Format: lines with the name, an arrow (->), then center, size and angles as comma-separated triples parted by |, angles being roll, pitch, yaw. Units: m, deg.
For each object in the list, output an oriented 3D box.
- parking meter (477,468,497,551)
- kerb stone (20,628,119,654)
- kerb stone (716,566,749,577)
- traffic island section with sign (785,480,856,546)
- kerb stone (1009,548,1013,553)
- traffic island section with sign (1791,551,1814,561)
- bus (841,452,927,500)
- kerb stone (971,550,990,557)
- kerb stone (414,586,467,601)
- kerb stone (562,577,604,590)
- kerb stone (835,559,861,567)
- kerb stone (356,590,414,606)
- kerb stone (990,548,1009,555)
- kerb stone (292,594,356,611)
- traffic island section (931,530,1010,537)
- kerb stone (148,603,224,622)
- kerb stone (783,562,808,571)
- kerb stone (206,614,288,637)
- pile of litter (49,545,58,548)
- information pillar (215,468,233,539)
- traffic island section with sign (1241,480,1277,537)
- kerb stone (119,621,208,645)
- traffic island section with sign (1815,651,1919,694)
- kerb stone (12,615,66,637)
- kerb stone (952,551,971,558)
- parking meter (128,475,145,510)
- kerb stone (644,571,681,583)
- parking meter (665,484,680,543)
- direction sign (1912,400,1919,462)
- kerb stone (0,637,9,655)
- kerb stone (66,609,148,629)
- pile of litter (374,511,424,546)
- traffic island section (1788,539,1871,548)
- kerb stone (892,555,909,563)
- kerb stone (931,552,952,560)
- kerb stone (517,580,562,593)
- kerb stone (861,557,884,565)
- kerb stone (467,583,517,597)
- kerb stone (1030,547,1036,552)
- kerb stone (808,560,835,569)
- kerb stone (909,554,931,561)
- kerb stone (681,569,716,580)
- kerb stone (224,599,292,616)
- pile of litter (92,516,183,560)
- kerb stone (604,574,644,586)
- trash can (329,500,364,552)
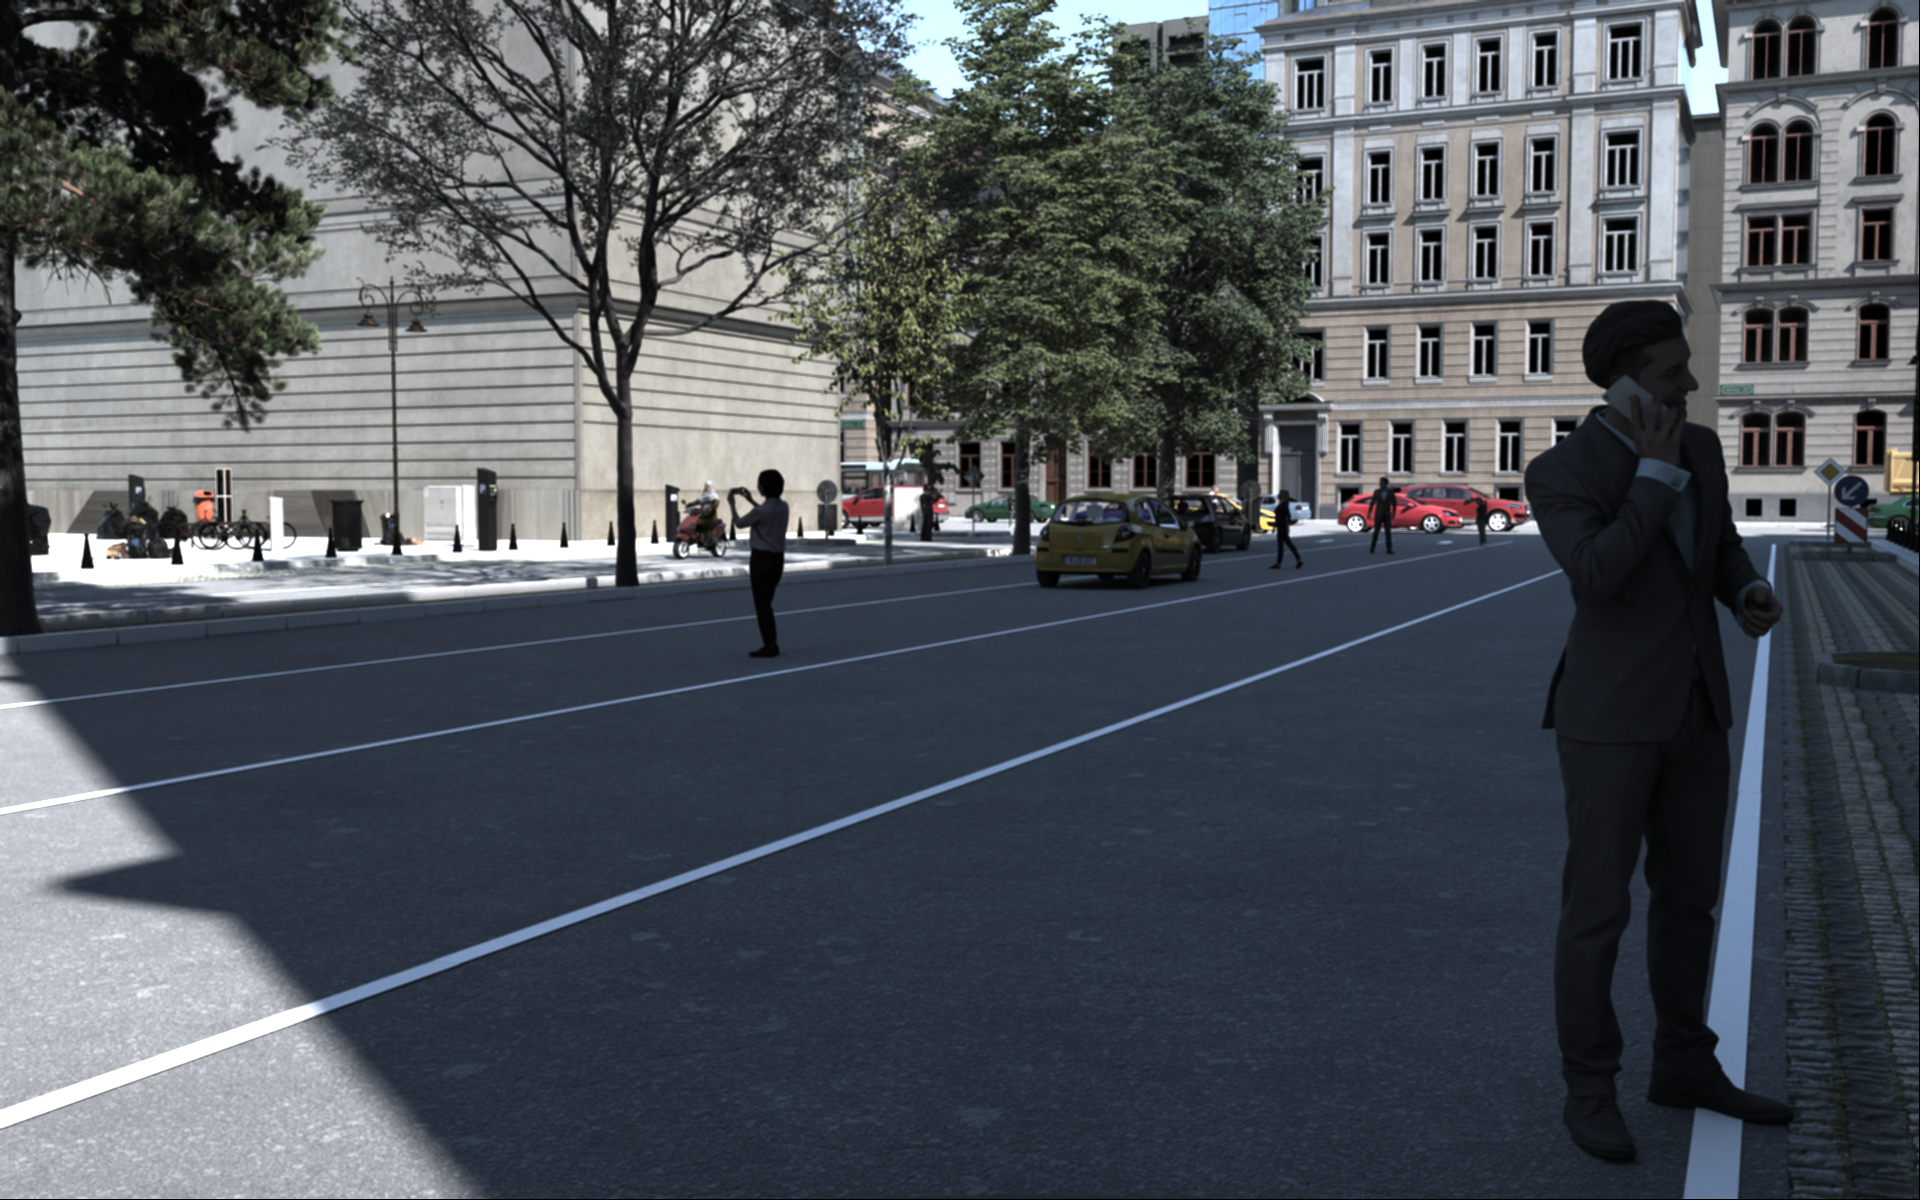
parking meter -> -10.636, -2.035, 38.991 | 0.399, 1.863, 0.255 | 2, 4, 30
kerb stone -> -8.277, 0.378, 16.021 | 0.120, 0.150, 1.000 | 2, 4, 25
kerb stone -> -4.011, -0.473, 29.936 | 0.120, 0.150, 1.000 | 2, 4, 25
traffic island section with sign -> -4.017, -2.450, 48.686 | 1.989, 1.847, 2.006 | 2, 4, 25
kerb stone -> 1.255, -1.156, 41.094 | 0.120, 0.150, 1.000 | 2, 4, 25
traffic island section with sign -> 19.079, -1.759, 37.383 | 1.989, 1.847, 2.006 | 2, 4, 25
bus -> -7.264, -5.614, 86.643 | 13.247, 3.499, 2.948 | 2, 4, 26
kerb stone -> 0.365, -1.042, 39.234 | 0.120, 0.150, 1.000 | 2, 4, 25
kerb stone -> -7.095, -0.075, 23.424 | 0.120, 0.150, 1.000 | 2, 4, 25
kerb stone -> -5.777, -0.246, 26.217 | 0.120, 0.150, 1.000 | 2, 4, 25
kerb stone -> -2.259, -0.701, 33.653 | 0.120, 0.150, 1.000 | 2, 4, 25
kerb stone -> -7.534, -0.018, 22.496 | 0.120, 0.150, 1.000 | 2, 4, 25
kerb stone -> 0.813, -1.098, 40.167 | 0.120, 0.150, 1.000 | 2, 4, 25
kerb stone -> -7.972, 0.042, 21.561 | 0.120, 0.150, 1.000 | 2, 4, 25
traffic island section -> 0.437, -2.240, 58.912 | 2.009, 0.180, 2.903 | 2, 4, 25
kerb stone -> -8.859, 0.154, 19.707 | 0.120, 0.150, 1.000 | 2, 4, 25
kerb stone -> -3.140, -0.587, 31.796 | 0.120, 0.150, 1.000 | 2, 4, 25
kerb stone -> -7.398, 0.265, 17.878 | 0.120, 0.150, 1.000 | 2, 4, 25
pile of litter -> -22.441, -1.677, 41.381 | 1.719, 0.858, 1.176 | 2, 4, 28
information pillar -> -21.142, -2.769, 49.764 | 0.304, 2.012, 0.304 | 1, 4, 14
traffic island section with sign -> 9.075, -2.873, 55.107 | 2.006, 1.907, 1.989 | 2, 4, 25
kerb stone -> -7.833, 0.321, 16.947 | 0.120, 0.150, 1.000 | 2, 4, 25
traffic island section with sign -> 7.559, -0.268, 13.003 | 1.989, 1.847, 2.006 | 2, 4, 25
kerb stone -> -9.735, 0.266, 17.851 | 0.120, 0.150, 1.000 | 2, 4, 25
kerb stone -> -0.067, -0.983, 38.303 | 0.120, 0.150, 1.000 | 2, 4, 25
parking meter -> -24.746, -2.837, 52.099 | 0.255, 1.863, 0.399 | 3, 4, 38
kerb stone -> -4.901, -0.360, 28.079 | 0.120, 0.150, 1.000 | 2, 4, 25
parking meter -> -7.616, -2.295, 45.930 | 0.372, 1.533, 0.369 | 0, 3, 0
direction sign -> 23.262, -3.025, 41.457 | 0.379, 3.537, 0.876 | -3, 5, -45
kerb stone -> -8.715, 0.434, 15.093 | 0.120, 0.150, 1.000 | 2, 4, 25
kerb stone -> -9.300, 0.209, 18.780 | 0.120, 0.150, 1.000 | 2, 4, 25
pile of litter -> -14.146, -1.817, 43.667 | 1.176, 0.858, 1.719 | -2, 4, -26
traffic island section -> 23.985, -1.562, 47.814 | 2.009, 0.180, 2.903 | 2, 4, 25
kerb stone -> -1.380, -0.814, 35.508 | 0.120, 0.150, 1.000 | 2, 4, 25
kerb stone -> -0.501, -0.928, 37.372 | 0.120, 0.150, 1.000 | 2, 4, 25
kerb stone -> -6.213, -0.189, 25.287 | 0.120, 0.150, 1.000 | 2, 4, 25
kerb stone -> -1.822, -0.757, 34.582 | 0.120, 0.150, 1.000 | 2, 4, 25
kerb stone -> -6.649, -0.132, 24.353 | 0.120, 0.150, 1.000 | 2, 4, 25
kerb stone -> 1.708, -1.210, 42.031 | 0.120, 0.150, 1.000 | 2, 4, 25
kerb stone -> -2.706, -0.644, 32.727 | 0.120, 0.150, 1.000 | 2, 4, 25
kerb stone -> -0.939, -0.871, 36.444 | 0.120, 0.150, 1.000 | 2, 4, 25
kerb stone -> -4.456, -0.417, 29.011 | 0.120, 0.150, 1.000 | 2, 4, 25
kerb stone -> -8.421, 0.095, 20.636 | 0.120, 0.150, 1.000 | 2, 4, 25
pile of litter -> -16.434, -1.252, 34.437 | 1.719, 0.858, 1.176 | -1, 4, -15
kerb stone -> -5.342, -0.303, 27.147 | 0.120, 0.150, 1.000 | 2, 4, 25
trash can -> -13.699, -1.656, 38.734 | 0.748, 1.137, 0.748 | 0, 3, 0
